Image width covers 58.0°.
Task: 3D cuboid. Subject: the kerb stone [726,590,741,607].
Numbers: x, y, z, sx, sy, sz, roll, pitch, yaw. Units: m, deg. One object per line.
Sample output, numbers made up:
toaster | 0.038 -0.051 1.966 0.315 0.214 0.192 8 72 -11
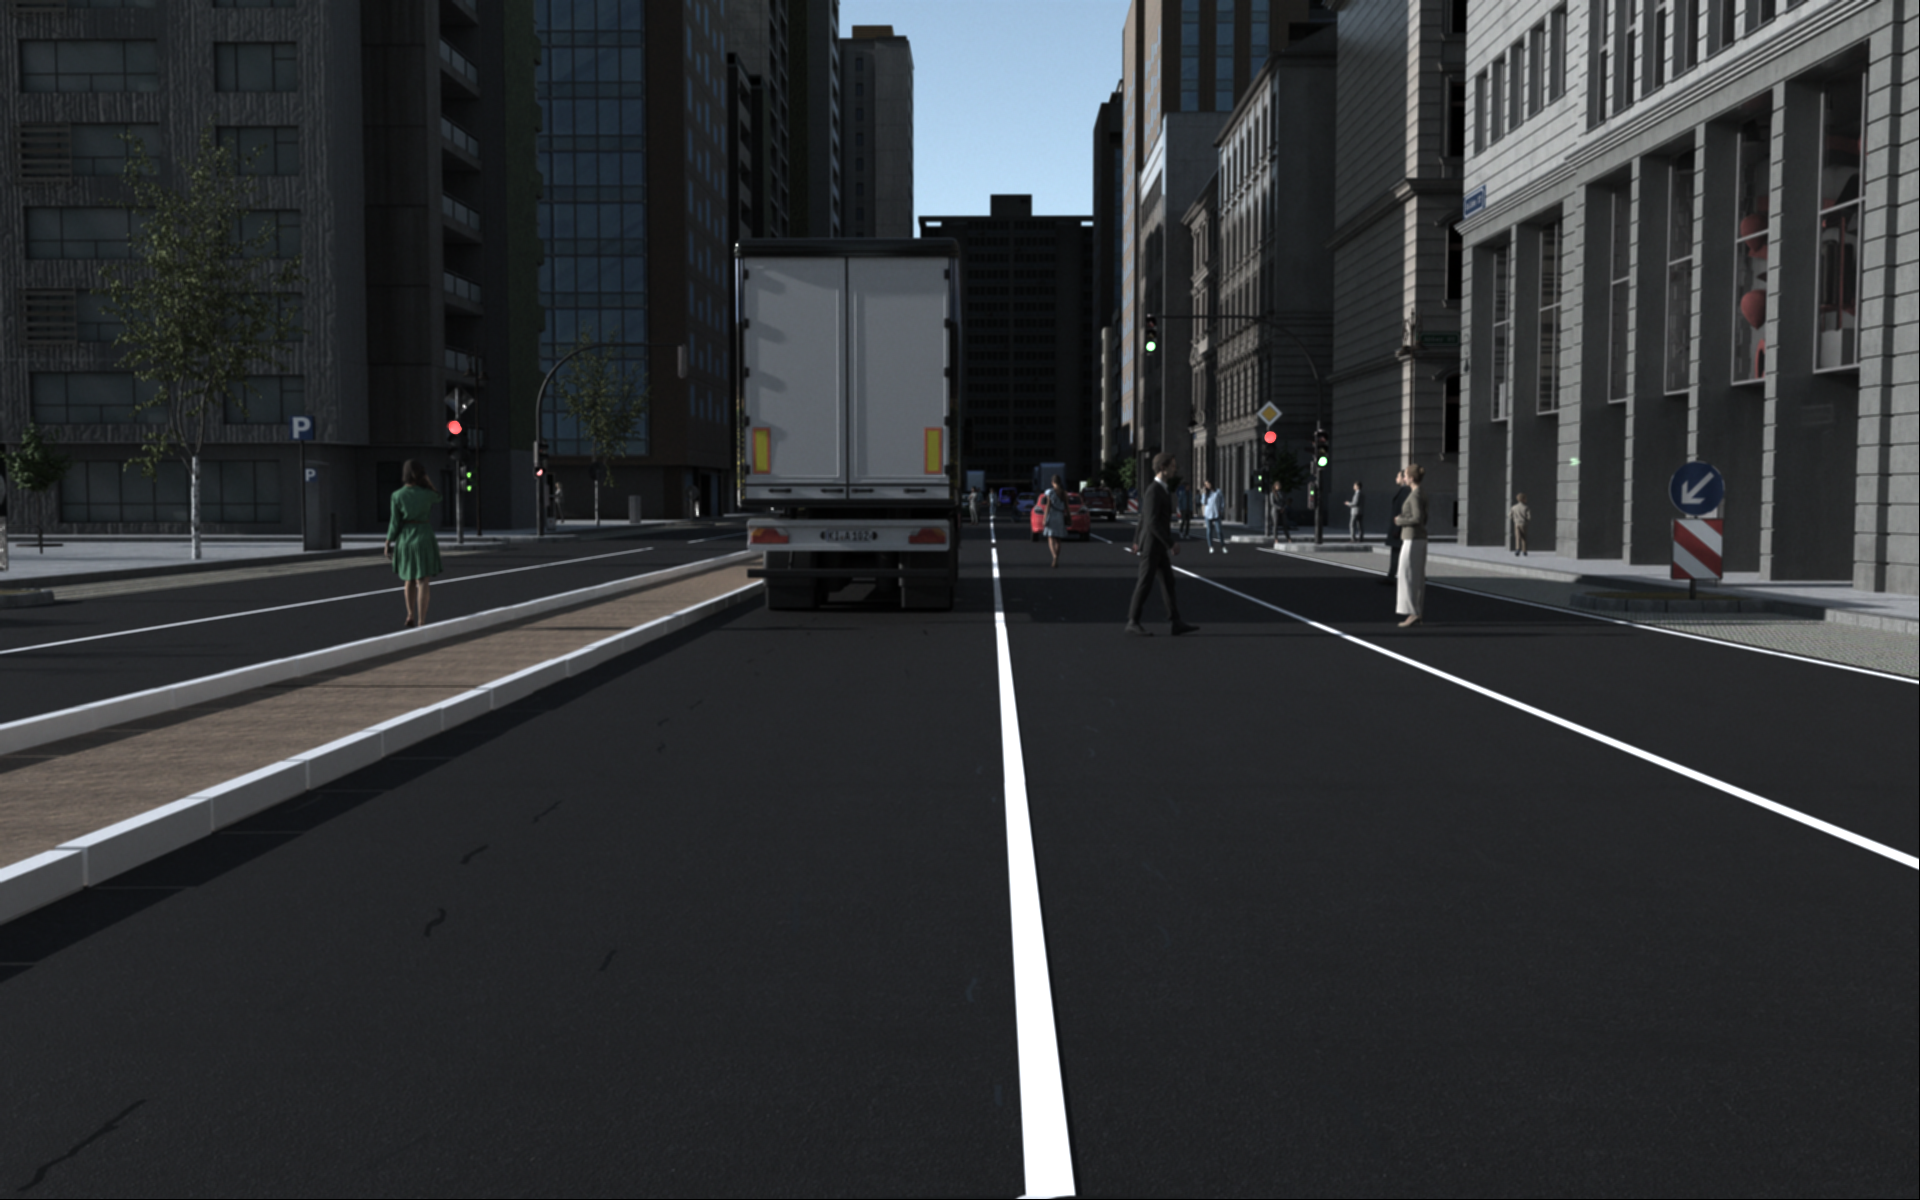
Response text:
kerb stone | -2.968 0.003 22.179 0.120 0.150 1.000 0 4 1

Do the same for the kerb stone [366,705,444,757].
kerb stone | -3.182 0.752 9.900 0.120 0.150 1.000 0 4 1

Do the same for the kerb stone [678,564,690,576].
kerb stone | -4.931 -0.500 30.364 0.120 0.150 1.000 0 4 1

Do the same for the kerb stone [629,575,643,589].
kerb stone | -5.001 -0.250 26.277 0.120 0.150 1.000 0 4 1

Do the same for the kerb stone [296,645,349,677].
kerb stone | -5.203 0.501 13.997 0.120 0.150 1.000 0 4 1

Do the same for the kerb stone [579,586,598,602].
kerb stone | -5.057 -0.062 23.203 0.120 0.150 1.000 0 4 1

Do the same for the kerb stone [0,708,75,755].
kerb stone | -5.277 0.752 9.894 0.120 0.150 1.000 0 4 1

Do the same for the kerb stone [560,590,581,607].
kerb stone | -5.071 0.001 22.181 0.120 0.150 1.000 0 4 1

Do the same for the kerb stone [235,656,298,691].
kerb stone | -5.238 0.564 12.972 0.120 0.150 1.000 0 4 1

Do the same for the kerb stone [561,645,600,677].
kerb stone | -3.103 0.507 14.002 0.120 0.150 1.000 0 4 1

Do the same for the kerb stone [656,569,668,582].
kerb stone | -4.968 -0.374 28.320 0.120 0.150 1.000 0 4 1

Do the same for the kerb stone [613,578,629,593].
kerb stone | -5.028 -0.187 25.254 0.120 0.150 1.000 0 4 1

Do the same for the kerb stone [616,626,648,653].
kerb stone | -3.074 0.376 16.046 0.120 0.150 1.000 0 4 1

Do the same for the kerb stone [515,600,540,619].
kerb stone | -5.110 0.133 20.138 0.120 0.150 1.000 0 4 1

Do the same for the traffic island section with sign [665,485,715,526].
traffic island section with sign | -11.985 -4.196 77.231 1.989 1.847 2.006 0 4 1

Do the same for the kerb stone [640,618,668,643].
kerb stone | -3.060 0.314 17.068 0.120 0.150 1.000 0 4 1

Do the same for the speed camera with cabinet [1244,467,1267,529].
speed camera with cabinet | 11.129 -4.326 65.070 0.660 3.252 2.038 0 4 -1

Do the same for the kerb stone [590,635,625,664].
kerb stone | -3.093 0.439 15.024 0.120 0.150 1.000 0 4 1

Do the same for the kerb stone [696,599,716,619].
kerb stone | -3.008 0.128 20.134 0.120 0.150 1.000 0 4 1

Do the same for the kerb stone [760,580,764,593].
kerb stone | -2.923 -0.185 25.246 0.120 0.150 1.000 0 4 1

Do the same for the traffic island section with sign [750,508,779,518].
traffic island section with sign | -11.539 -5.844 104.182 1.989 1.847 2.006 0 4 1

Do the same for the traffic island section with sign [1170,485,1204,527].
traffic island section with sign | 9.720 -4.169 76.787 1.989 1.847 2.006 0 4 1

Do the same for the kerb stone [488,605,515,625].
kerb stone | -5.134 0.188 19.116 0.120 0.150 1.000 0 4 1

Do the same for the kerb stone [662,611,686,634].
kerb stone | -3.039 0.251 18.090 0.120 0.150 1.000 0 4 1

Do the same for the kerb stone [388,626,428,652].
kerb stone | -5.179 0.381 16.041 0.120 0.150 1.000 0 4 1

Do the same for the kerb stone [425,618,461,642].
kerb stone | -5.155 0.314 17.067 0.120 0.150 1.000 0 4 1

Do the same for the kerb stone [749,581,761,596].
kerb stone | -2.939 -0.124 24.224 0.120 0.150 1.000 0 4 1

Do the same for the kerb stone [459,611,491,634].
kerb stone | -5.134 0.251 18.089 0.120 0.150 1.000 0 4 1

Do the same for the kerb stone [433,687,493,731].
kerb stone | -3.163 0.696 10.924 0.120 0.150 1.000 0 4 1

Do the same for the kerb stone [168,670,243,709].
kerb stone | -5.241 0.627 11.948 0.120 0.150 1.000 0 4 1

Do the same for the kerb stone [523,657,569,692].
kerb stone | -3.131 0.566 12.976 0.120 0.150 1.000 0 4 1

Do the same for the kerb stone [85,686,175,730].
kerb stone | -5.267 0.689 10.923 0.120 0.150 1.000 0 4 1

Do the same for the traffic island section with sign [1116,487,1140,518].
traffic island section with sign | 10.167 -5.817 103.738 1.989 1.847 2.006 0 4 1

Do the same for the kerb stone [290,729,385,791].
kerb stone | -3.194 0.816 8.862 0.120 0.150 1.000 0 4 1

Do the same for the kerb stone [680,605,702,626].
kerb stone | -3.020 0.189 19.112 0.120 0.150 1.000 0 4 1

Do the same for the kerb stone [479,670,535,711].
kerb stone | -3.140 0.626 11.954 0.120 0.150 1.000 0 4 1

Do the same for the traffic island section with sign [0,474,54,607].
traffic island section with sign | -12.929 -0.838 22.321 1.989 1.847 2.006 0 4 1

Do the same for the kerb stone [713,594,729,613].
kerb stone | -2.990 0.067 21.156 0.120 0.150 1.000 0 4 1

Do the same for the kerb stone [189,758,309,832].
kerb stone | -3.215 0.880 7.834 0.120 0.150 1.000 0 4 1

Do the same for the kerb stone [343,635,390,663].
kerb stone | -5.197 0.439 15.019 0.120 0.150 1.000 0 4 1

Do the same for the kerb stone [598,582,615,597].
kerb stone | -5.038 -0.119 24.228 0.120 0.150 1.000 0 4 1

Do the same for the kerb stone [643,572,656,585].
kerb stone | -4.989 -0.312 27.299 0.120 0.150 1.000 0 4 1

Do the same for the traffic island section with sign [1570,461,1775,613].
traffic island section with sign | 8.793 -0.798 21.671 1.989 1.847 2.006 0 4 1

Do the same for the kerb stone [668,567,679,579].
kerb stone | -4.952 -0.430 29.343 0.120 0.150 1.000 0 4 1

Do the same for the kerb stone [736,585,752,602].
kerb stone | -2.947 -0.061 23.201 0.120 0.150 1.000 0 4 1

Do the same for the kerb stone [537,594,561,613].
kerb stone | -5.087 0.063 21.160 0.120 0.150 1.000 0 4 1

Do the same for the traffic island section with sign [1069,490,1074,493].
traffic island section with sign | 11.499 -10.597 181.893 1.989 1.847 2.006 0 4 1
